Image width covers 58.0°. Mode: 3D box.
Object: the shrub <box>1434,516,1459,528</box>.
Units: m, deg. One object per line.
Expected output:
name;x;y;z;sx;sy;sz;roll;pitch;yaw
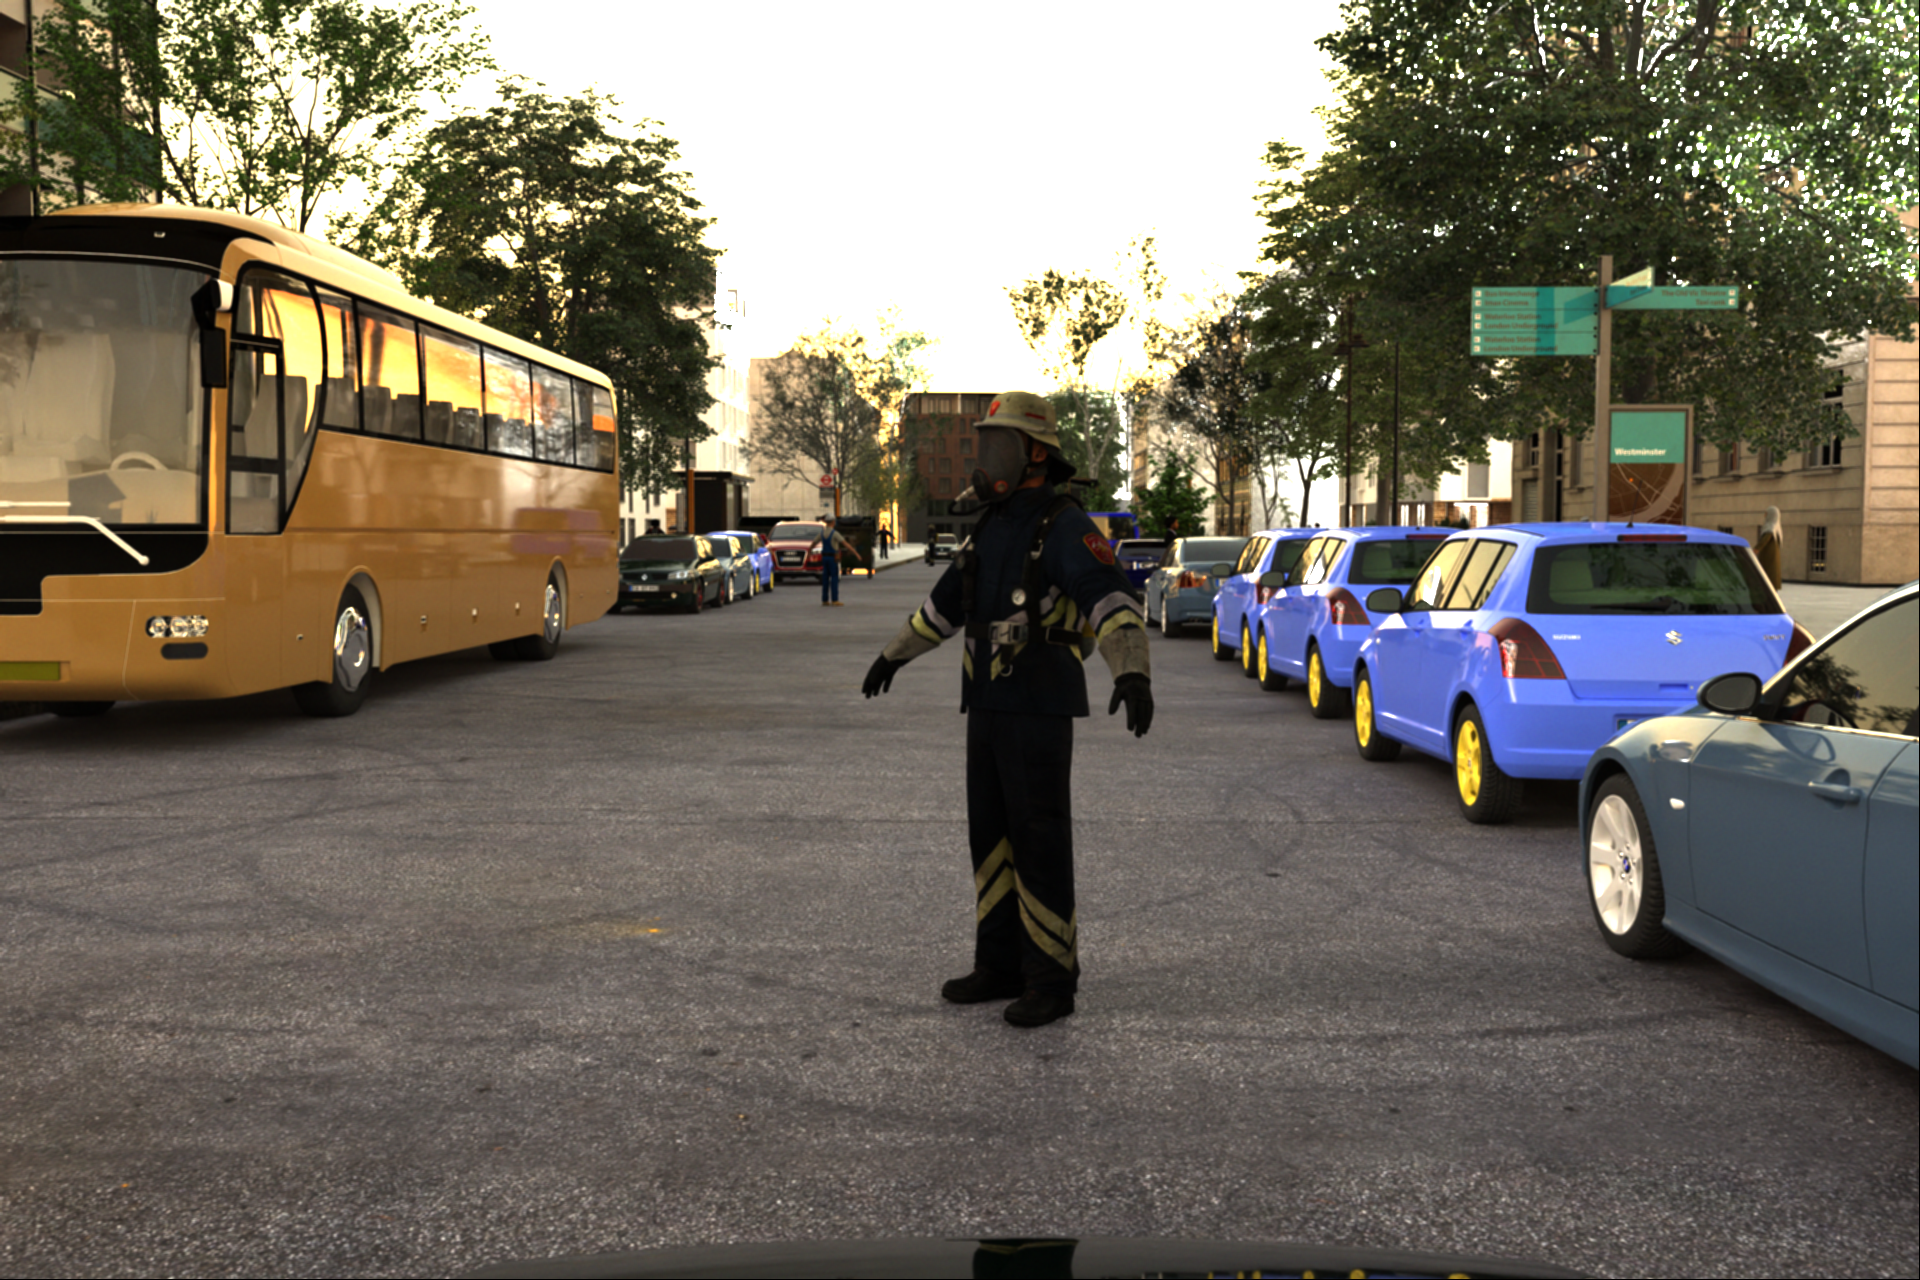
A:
shrub;19.365;-3.942;68.868;1.690;2.028;1.600;0;3;0

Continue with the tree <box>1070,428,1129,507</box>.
tree;8.958;-10.220;117.467;4.360;8.622;3.978;0;3;0

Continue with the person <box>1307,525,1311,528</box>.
person;19.979;-5.700;99.326;0.704;1.817;1.347;-1;4;-17

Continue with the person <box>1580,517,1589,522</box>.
person;17.666;-2.595;48.885;1.216;1.778;0.721;3;5;43

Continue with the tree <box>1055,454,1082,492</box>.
tree;9.443;-12.031;147.066;4.360;8.622;3.978;0;3;0

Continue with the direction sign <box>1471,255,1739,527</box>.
direction sign;6.174;-1.677;16.173;2.525;3.948;1.411;0;4;2

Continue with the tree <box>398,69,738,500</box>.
tree;-10.764;-8.609;47.411;9.857;13.997;8.962;0;3;0

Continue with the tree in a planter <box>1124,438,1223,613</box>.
tree in a planter;3.952;-2.145;32.294;1.991;3.239;1.994;0;4;1

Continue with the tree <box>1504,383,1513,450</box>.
tree;29.343;-10.260;78.119;12.009;13.543;11.850;0;3;0

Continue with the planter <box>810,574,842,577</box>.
planter;-5.043;-2.291;58.599;1.991;0.319;1.994;0;4;1

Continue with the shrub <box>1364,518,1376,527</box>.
shrub;19.537;-4.741;81.933;1.690;2.028;1.600;0;3;0

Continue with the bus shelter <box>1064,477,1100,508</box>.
bus shelter;4.973;-4.975;72.621;1.731;3.624;6.357;0;4;2

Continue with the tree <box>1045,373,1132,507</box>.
tree;9.168;-14.104;137.262;9.857;13.997;8.962;0;3;0

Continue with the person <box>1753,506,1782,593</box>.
person;13.286;-1.334;28.591;0.721;1.736;1.217;3;4;38

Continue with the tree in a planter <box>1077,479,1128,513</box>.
tree in a planter;4.550;-3.590;55.913;1.991;3.239;1.994;0;4;1

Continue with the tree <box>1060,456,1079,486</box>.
tree;10.116;-12.380;152.770;4.737;8.622;4.395;0;3;0

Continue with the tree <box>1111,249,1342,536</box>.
tree;11.798;-10.111;75.677;12.009;13.543;11.850;0;3;0

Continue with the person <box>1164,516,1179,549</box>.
person;3.663;-1.230;29.281;0.721;1.740;1.216;0;4;2

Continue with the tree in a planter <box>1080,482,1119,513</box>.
tree in a planter;4.608;-3.811;59.525;1.991;3.239;1.994;0;4;1

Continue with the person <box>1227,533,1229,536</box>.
person;14.385;-5.271;92.314;0.704;1.812;1.346;-1;4;-11

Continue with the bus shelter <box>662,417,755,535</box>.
bus shelter;-8.656;-4.992;59.247;2.179;5.291;8.768;0;4;1

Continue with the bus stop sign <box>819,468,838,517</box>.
bus stop sign;-5.283;-4.994;70.353;0.855;3.939;0.416;0;4;2

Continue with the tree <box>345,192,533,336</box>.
tree;-11.294;-5.305;37.096;4.737;8.622;4.395;0;3;0

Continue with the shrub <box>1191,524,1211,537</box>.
shrub;8.580;-3.740;65.184;1.661;2.075;1.752;0;3;0

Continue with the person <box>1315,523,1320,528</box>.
person;17.029;-4.680;82.709;0.705;1.806;1.347;3;4;37

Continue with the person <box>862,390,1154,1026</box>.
person;0.159;0.187;5.185;0.705;1.856;1.354;-2;4;-35

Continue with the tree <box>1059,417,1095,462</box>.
tree;10.684;-15.312;168.474;7.486;12.596;7.792;0;3;0

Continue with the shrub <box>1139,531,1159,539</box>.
shrub;7.942;-3.974;69.017;1.661;2.075;1.752;0;3;0

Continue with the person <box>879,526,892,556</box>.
person;-4.492;-5.811;100.984;1.349;1.833;0.705;2;4;29

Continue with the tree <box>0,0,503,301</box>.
tree;-11.870;-6.307;28.873;9.928;11.665;9.643;0;3;0

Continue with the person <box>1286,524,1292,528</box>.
person;18.522;-5.614;97.560;0.705;1.858;1.354;3;5;40

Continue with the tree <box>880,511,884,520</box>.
tree;-14.458;-19.921;260.112;7.601;10.594;8.767;0;4;7

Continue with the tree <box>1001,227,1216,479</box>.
tree;9.272;-15.348;106.822;12.611;20.169;13.585;0;3;0

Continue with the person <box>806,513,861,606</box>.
person;-2.570;-1.608;34.605;1.347;1.847;0.705;2;4;33

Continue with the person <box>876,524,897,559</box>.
person;-3.912;-5.085;89.364;1.346;1.802;0.704;-1;4;-15

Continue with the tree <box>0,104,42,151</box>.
tree;-12.276;-4.171;18.562;4.737;8.622;4.395;0;3;0

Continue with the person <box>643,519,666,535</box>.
person;-11.130;-3.490;63.207;1.345;1.843;0.704;-1;4;-13

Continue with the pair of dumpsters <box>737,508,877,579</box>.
pair of dumpsters;-4.903;-3.093;55.514;4.436;2.255;1.574;0;4;2

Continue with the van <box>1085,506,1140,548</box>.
van;4.241;-2.871;51.330;2.240;2.365;5.245;0;4;2

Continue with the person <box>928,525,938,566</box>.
person;-1.296;-4.227;77.355;0.705;1.856;1.354;0;4;-1
